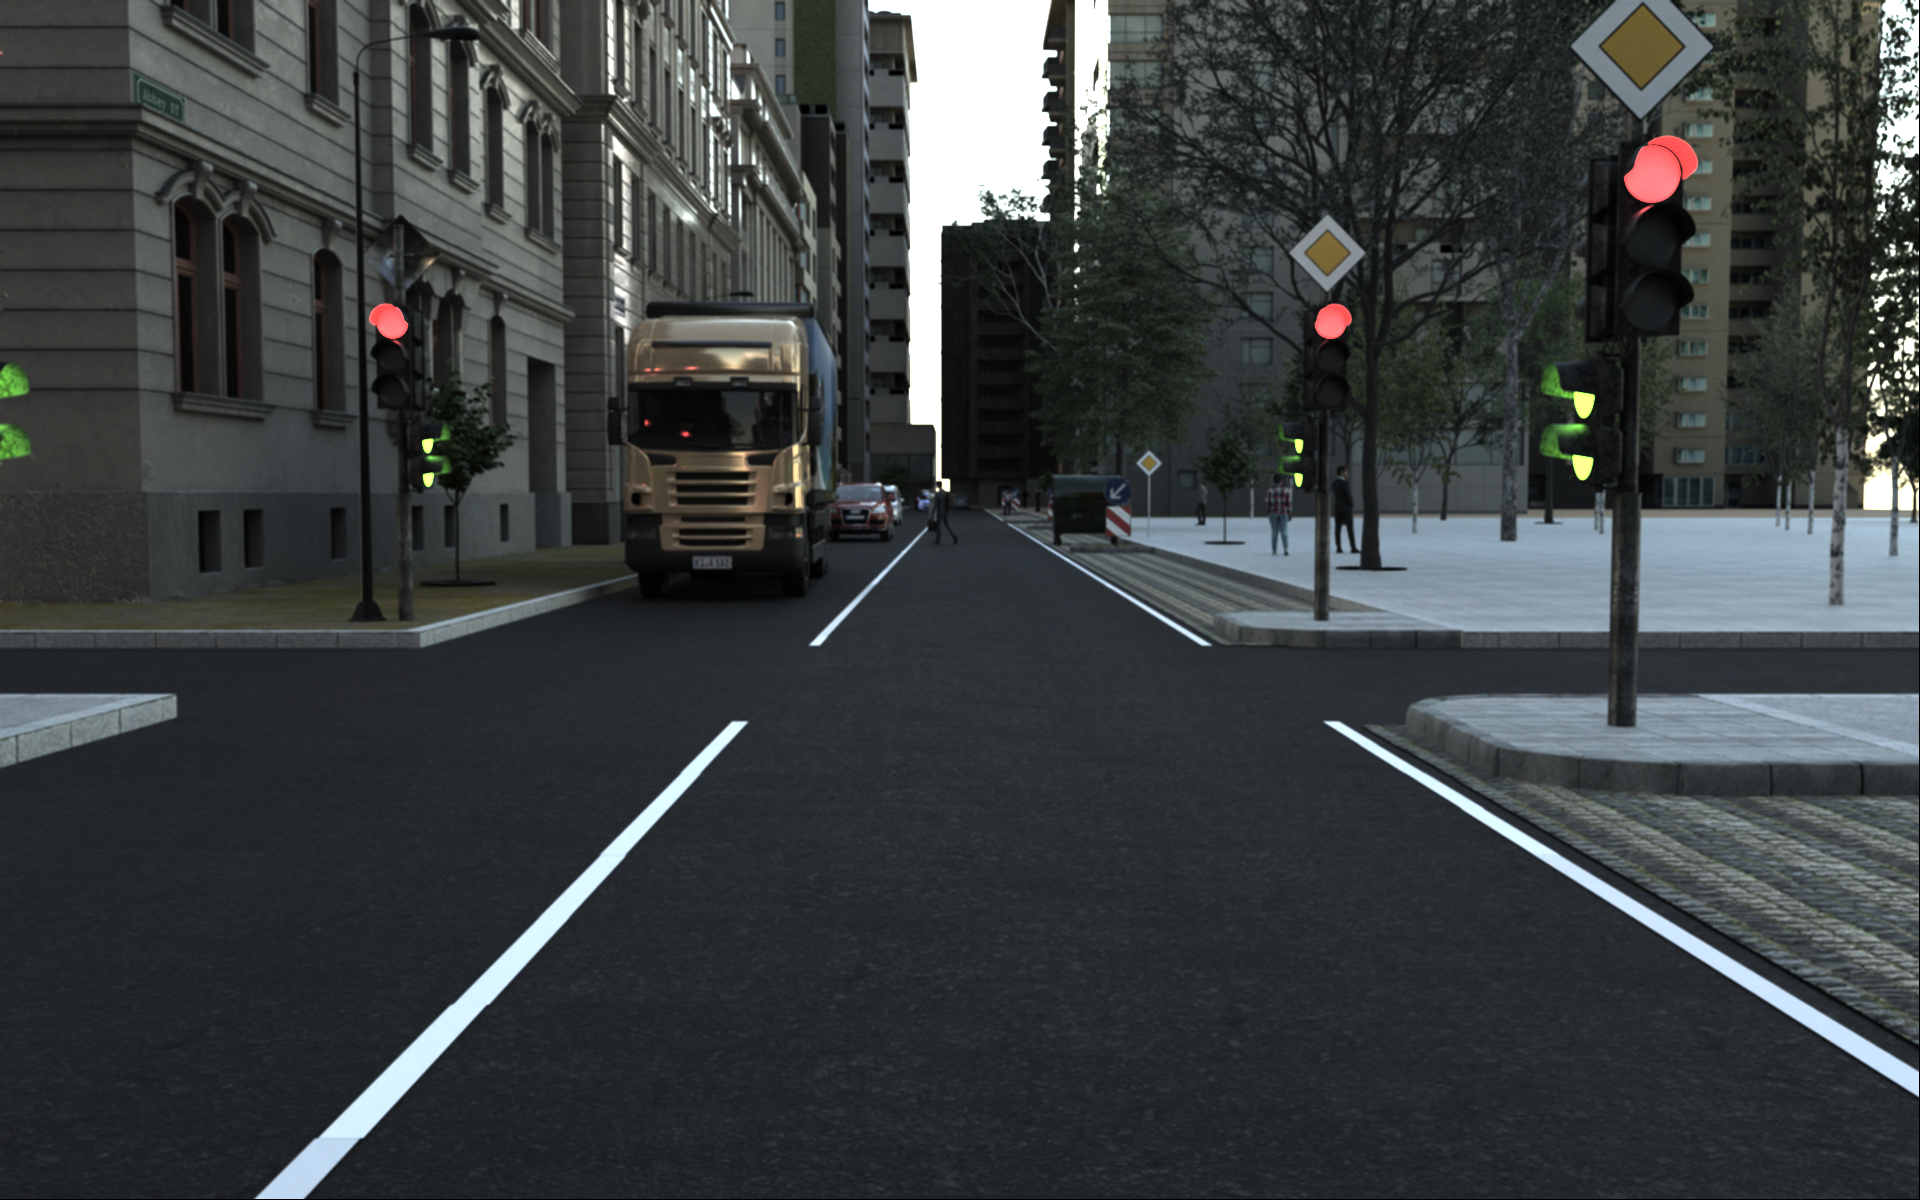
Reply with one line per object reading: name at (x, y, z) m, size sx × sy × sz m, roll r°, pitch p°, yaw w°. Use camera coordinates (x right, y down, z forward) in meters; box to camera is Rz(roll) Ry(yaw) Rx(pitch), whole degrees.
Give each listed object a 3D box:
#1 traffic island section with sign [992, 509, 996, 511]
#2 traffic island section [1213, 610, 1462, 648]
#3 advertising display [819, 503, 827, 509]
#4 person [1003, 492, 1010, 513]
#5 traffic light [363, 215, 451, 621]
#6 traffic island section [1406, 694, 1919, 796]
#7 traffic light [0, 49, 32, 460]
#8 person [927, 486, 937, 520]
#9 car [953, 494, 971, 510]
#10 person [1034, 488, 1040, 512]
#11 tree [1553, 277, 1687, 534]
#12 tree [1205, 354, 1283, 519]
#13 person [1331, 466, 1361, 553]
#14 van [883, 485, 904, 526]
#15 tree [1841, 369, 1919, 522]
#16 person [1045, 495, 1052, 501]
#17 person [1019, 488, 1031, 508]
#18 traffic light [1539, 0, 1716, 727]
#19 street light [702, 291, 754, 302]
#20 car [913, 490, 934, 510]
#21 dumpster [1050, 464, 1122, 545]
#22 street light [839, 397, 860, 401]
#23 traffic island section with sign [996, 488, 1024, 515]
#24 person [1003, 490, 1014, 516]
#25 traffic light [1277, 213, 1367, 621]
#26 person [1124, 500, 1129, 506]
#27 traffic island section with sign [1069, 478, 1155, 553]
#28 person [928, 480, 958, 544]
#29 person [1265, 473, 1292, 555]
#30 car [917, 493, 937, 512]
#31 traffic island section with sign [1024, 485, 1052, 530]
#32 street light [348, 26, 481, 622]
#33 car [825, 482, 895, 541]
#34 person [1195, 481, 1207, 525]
traffic island section with sign at (3.697, -8.446, 146.724) m, size 1.989 × 1.847 × 2.006 m, roll 0°, pitch 3°, yaw 0°
traffic island section at (3.696, 0.286, 17.600) m, size 2.009 × 0.180 × 2.903 m, roll 0°, pitch 3°, yaw 0°
advertising display at (-5.886, -4.254, 74.774) m, size 0.974 × 1.923 × 0.123 m, roll 1°, pitch 4°, yaw 11°
person at (3.188, -6.551, 117.078) m, size 0.593 × 1.643 × 0.415 m, roll -3°, pitch 4°, yaw -38°
traffic light at (-5.605, -1.746, 17.470) m, size 0.839 × 4.253 × 0.868 m, roll 0°, pitch 3°, yaw 0°
traffic island section at (3.696, 0.775, 9.615) m, size 2.009 × 0.180 × 2.903 m, roll 0°, pitch 3°, yaw 0°
traffic light at (-5.605, -1.258, 9.485) m, size 0.839 × 4.253 × 0.868 m, roll 0°, pitch 3°, yaw 0°
person at (-1.094, -3.884, 72.581) m, size 0.524 × 1.755 × 0.480 m, roll 2°, pitch 4°, yaw 30°
car at (0.021, -8.758, 155.192) m, size 2.014 × 1.417 × 4.499 m, roll 0°, pitch 4°, yaw 1°
person at (5.603, -7.235, 125.134) m, size 0.445 × 1.727 × 0.742 m, roll 0°, pitch 4°, yaw 8°
tree at (20.915, -6.448, 55.791) m, size 4.737 × 8.622 × 4.395 m, roll 0°, pitch 3°, yaw 0°
tree at (15.011, -8.545, 90.072) m, size 4.360 × 8.622 × 3.978 m, roll 0°, pitch 3°, yaw 0°
person at (8.393, -1.976, 37.713) m, size 0.474 × 1.900 × 0.648 m, roll -3°, pitch 4°, yaw -37°
van at (-3.580, -4.471, 80.111) m, size 2.013 × 2.044 × 4.112 m, roll 0°, pitch 4°, yaw 1°
tree at (44.604, -6.876, 75.328) m, size 11.467 × 7.101 × 20.602 m, roll 0°, pitch 4°, yaw -2°
person at (7.310, -7.895, 135.087) m, size 1.348 × 1.831 × 0.705 m, roll 1°, pitch 4°, yaw 13°
person at (5.810, -9.131, 154.969) m, size 1.348 × 1.869 × 0.705 m, roll -2°, pitch 4°, yaw -35°
traffic light at (3.656, -1.259, 9.501) m, size 0.839 × 4.253 × 0.868 m, roll 0°, pitch 3°, yaw 0°
street light at (-5.402, -4.111, 39.750) m, size 1.470 × 5.913 × 1.316 m, roll 0°, pitch 3°, yaw 0°
car at (-3.168, -9.194, 159.000) m, size 2.281 × 1.827 × 5.304 m, roll 0°, pitch 4°, yaw -1°
dumpster at (3.520, -2.663, 48.499) m, size 1.985 × 2.255 × 1.502 m, roll 0°, pitch 4°, yaw 0°
street light at (-5.484, -6.778, 83.360) m, size 1.470 × 5.913 × 1.316 m, roll 0°, pitch 3°, yaw 0°
traffic island section with sign at (3.703, -6.789, 119.631) m, size 1.989 × 1.847 × 2.006 m, roll 0°, pitch 3°, yaw 0°
person at (3.131, -6.357, 113.369) m, size 0.436 × 1.711 × 0.756 m, roll -3°, pitch 5°, yaw -42°
traffic light at (3.656, -1.747, 17.486) m, size 0.839 × 4.253 × 0.868 m, roll 0°, pitch 3°, yaw 0°
person at (7.521, -4.529, 80.189) m, size 0.694 × 1.812 × 0.767 m, roll -1°, pitch 4°, yaw -14°
traffic island section with sign at (3.705, -2.076, 42.578) m, size 1.989 × 1.847 × 2.006 m, roll 0°, pitch 3°, yaw 0°
person at (-0.494, -2.517, 49.624) m, size 0.822 × 1.834 × 0.622 m, roll 3°, pitch 5°, yaw 43°
person at (6.704, -1.810, 36.469) m, size 0.563 × 1.720 × 0.643 m, roll 1°, pitch 4°, yaw 10°
car at (-2.550, -8.144, 142.751) m, size 1.945 × 1.707 × 3.694 m, roll 0°, pitch 4°, yaw 1°
traffic island section with sign at (3.700, -3.750, 69.939) m, size 1.989 × 1.847 × 2.006 m, roll 0°, pitch 3°, yaw 0°
street light at (-5.461, -2.741, 17.361) m, size 1.470 × 5.913 × 1.316 m, roll 0°, pitch 3°, yaw 0°
car at (-3.143, -2.773, 54.018) m, size 2.281 × 1.827 × 5.304 m, roll 0°, pitch 4°, yaw -1°
person at (9.962, -3.993, 71.511) m, size 0.473 × 1.802 × 0.592 m, roll 3°, pitch 5°, yaw 40°
